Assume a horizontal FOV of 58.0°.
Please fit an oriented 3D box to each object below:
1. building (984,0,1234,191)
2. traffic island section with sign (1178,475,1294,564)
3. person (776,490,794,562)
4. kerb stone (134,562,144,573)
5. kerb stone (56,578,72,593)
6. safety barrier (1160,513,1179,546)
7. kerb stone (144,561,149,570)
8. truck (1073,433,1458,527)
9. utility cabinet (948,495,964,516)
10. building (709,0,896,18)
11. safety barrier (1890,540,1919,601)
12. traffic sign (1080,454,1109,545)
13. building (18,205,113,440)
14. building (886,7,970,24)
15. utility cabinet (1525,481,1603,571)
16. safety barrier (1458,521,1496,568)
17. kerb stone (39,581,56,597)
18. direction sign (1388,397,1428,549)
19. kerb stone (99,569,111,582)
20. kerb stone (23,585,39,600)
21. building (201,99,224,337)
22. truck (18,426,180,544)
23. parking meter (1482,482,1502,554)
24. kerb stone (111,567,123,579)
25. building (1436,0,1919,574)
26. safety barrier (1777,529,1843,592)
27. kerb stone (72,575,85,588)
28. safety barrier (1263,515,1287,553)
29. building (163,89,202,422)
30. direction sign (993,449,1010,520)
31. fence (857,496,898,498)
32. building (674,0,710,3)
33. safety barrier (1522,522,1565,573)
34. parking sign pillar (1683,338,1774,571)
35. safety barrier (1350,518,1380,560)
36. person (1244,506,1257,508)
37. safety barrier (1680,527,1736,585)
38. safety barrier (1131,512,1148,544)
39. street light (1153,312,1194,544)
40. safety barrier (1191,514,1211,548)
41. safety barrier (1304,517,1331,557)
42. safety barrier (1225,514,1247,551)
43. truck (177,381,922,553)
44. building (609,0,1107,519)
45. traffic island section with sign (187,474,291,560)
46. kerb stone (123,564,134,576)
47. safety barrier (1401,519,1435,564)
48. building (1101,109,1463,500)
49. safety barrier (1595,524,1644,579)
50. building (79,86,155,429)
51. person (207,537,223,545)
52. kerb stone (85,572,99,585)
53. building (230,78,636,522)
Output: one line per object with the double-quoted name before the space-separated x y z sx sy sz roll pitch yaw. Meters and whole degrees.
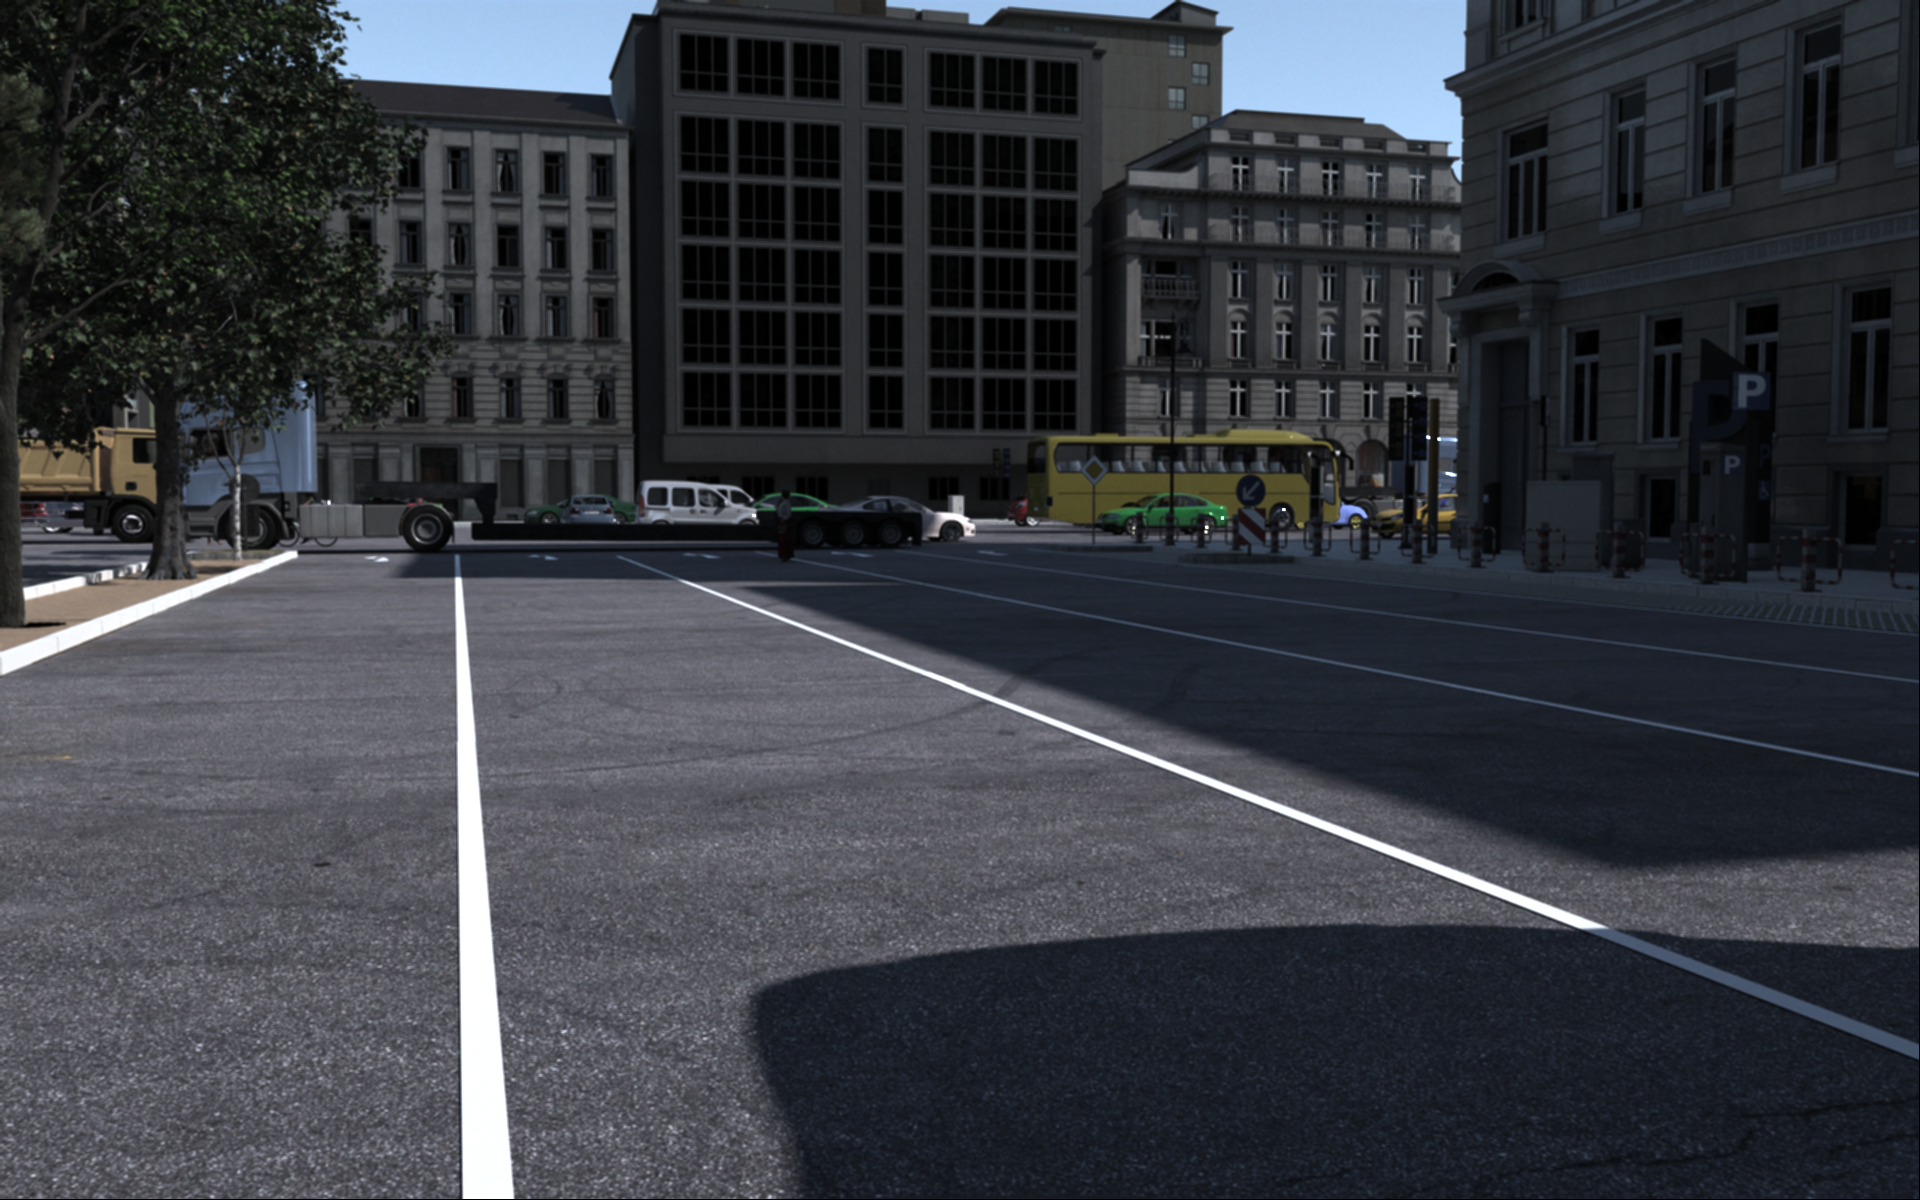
"building" 11.309 -36.856 191.826 27.495 52.752 28.713 -1 4 -16
"traffic island section with sign" 5.648 -1.687 36.210 1.989 1.847 2.006 -1 4 -16
"person" -3.706 -1.575 36.715 0.387 1.526 0.523 -1 4 -19
"kerb stone" -14.954 -0.557 31.310 0.120 0.150 1.000 -1 4 -16
"kerb stone" -13.218 -0.194 25.368 0.120 0.150 1.000 -1 4 -16
"safety barrier" 5.192 -1.758 43.020 0.300 0.817 1.120 -1 4 -16
"kerb stone" -15.250 -0.618 32.301 0.120 0.150 1.000 -1 4 -16
"truck" 14.111 -5.209 74.930 18.799 4.110 2.967 -1 4 -16
"utility cabinet" -0.191 -4.565 85.804 0.306 1.237 1.020 2 4 34
"building" -14.031 -30.488 148.589 14.600 45.320 14.200 -1 4 -16
"safety barrier" 11.664 -0.403 20.863 0.300 0.817 1.120 -1 4 -16
"traffic sign" 3.384 -2.459 43.841 0.795 2.450 0.064 -1 4 -16
"building" -48.173 -12.977 79.626 16.811 18.784 16.820 -1 4 -16
"building" -5.379 -50.245 259.755 20.611 71.187 20.563 -1 4 -16
"utility cabinet" 10.061 -1.234 28.847 1.173 1.500 0.318 2 4 28
"safety barrier" 8.970 -0.967 30.083 0.300 0.817 1.120 -1 4 -16
"kerb stone" -12.933 -0.133 24.371 0.120 0.150 1.000 -1 4 -16
"direction sign" 10.452 -2.965 40.470 0.876 3.537 0.379 0 4 7
"kerb stone" -14.094 -0.375 28.330 0.120 0.150 1.000 -1 4 -16
"kerb stone" -12.651 -0.072 23.383 0.120 0.150 1.000 -1 4 -16
"building" -109.199 -48.375 229.189 20.611 71.187 20.563 -1 4 -16
"truck" -26.257 -3.341 50.545 9.791 3.379 3.469 -1 4 -16
"parking meter" 11.385 -1.752 37.060 0.372 1.533 0.369 0 3 0
"kerb stone" -14.379 -0.436 29.324 0.120 0.150 1.000 -1 4 -16
"building" 20.290 -15.084 32.531 13.634 28.700 20.117 -1 4 -16
"safety barrier" 11.127 -0.515 22.703 0.300 0.817 1.120 -1 4 -16
"kerb stone" -13.518 -0.251 26.354 0.120 0.150 1.000 -1 4 -16
"safety barrier" 6.810 -1.419 37.476 0.300 0.817 1.120 -1 4 -16
"building" -88.606 -38.224 166.960 28.212 58.520 21.231 -1 4 -16
"direction sign" 2.064 -5.766 86.275 0.876 3.537 0.379 1 4 12
"fence" -3.936 -4.322 81.873 2.264 1.192 0.480 1 4 17
"building" -19.808 -39.218 183.220 21.231 58.520 28.212 -1 4 -16
"safety barrier" 9.511 -0.854 28.244 0.300 0.817 1.120 -1 4 -16
"parking sign pillar" 13.112 -2.509 29.496 1.447 3.967 1.447 -2 4 -33
"safety barrier" 7.894 -1.192 33.763 0.300 0.817 1.120 -1 4 -16
"person" 10.525 -3.327 62.864 0.573 1.828 0.580 1 4 18
"safety barrier" 10.590 -0.628 24.544 0.300 0.817 1.120 -1 4 -16
"safety barrier" 4.650 -1.872 44.883 0.300 0.817 1.120 -1 4 -16
"street light" 5.394 -4.356 44.007 0.468 5.910 1.993 -1 4 -16
"safety barrier" 5.729 -1.645 41.170 0.300 0.817 1.120 -1 4 -16
"safety barrier" 7.350 -1.306 35.625 0.300 0.817 1.120 -1 4 -16
"safety barrier" 6.270 -1.532 39.323 0.300 0.817 1.120 -1 4 -16
"truck" -10.290 -3.307 43.831 18.799 4.110 2.967 -1 4 -17
"building" -5.607 -18.226 91.507 24.014 27.812 14.314 -1 4 -16
"traffic island section with sign" -15.986 -1.859 38.532 2.006 1.907 1.989 -1 4 -16
"kerb stone" -14.662 -0.497 30.316 0.120 0.150 1.000 -1 4 -16
"safety barrier" 8.431 -1.079 31.923 0.300 0.817 1.120 -1 4 -16
"building" 17.892 -15.605 96.950 24.055 21.916 13.314 -1 4 -16
"safety barrier" 10.048 -0.741 26.395 0.300 0.817 1.120 -1 4 -16
"building" -69.984 -27.415 131.824 14.154 41.232 14.086 -1 4 -16
"person" -21.032 -2.452 48.837 0.529 1.795 0.600 2 4 32
"kerb stone" -13.800 -0.314 27.342 0.120 0.150 1.000 -1 4 -16
"building" -25.347 -14.358 83.907 18.267 20.994 9.793 -1 4 -16
